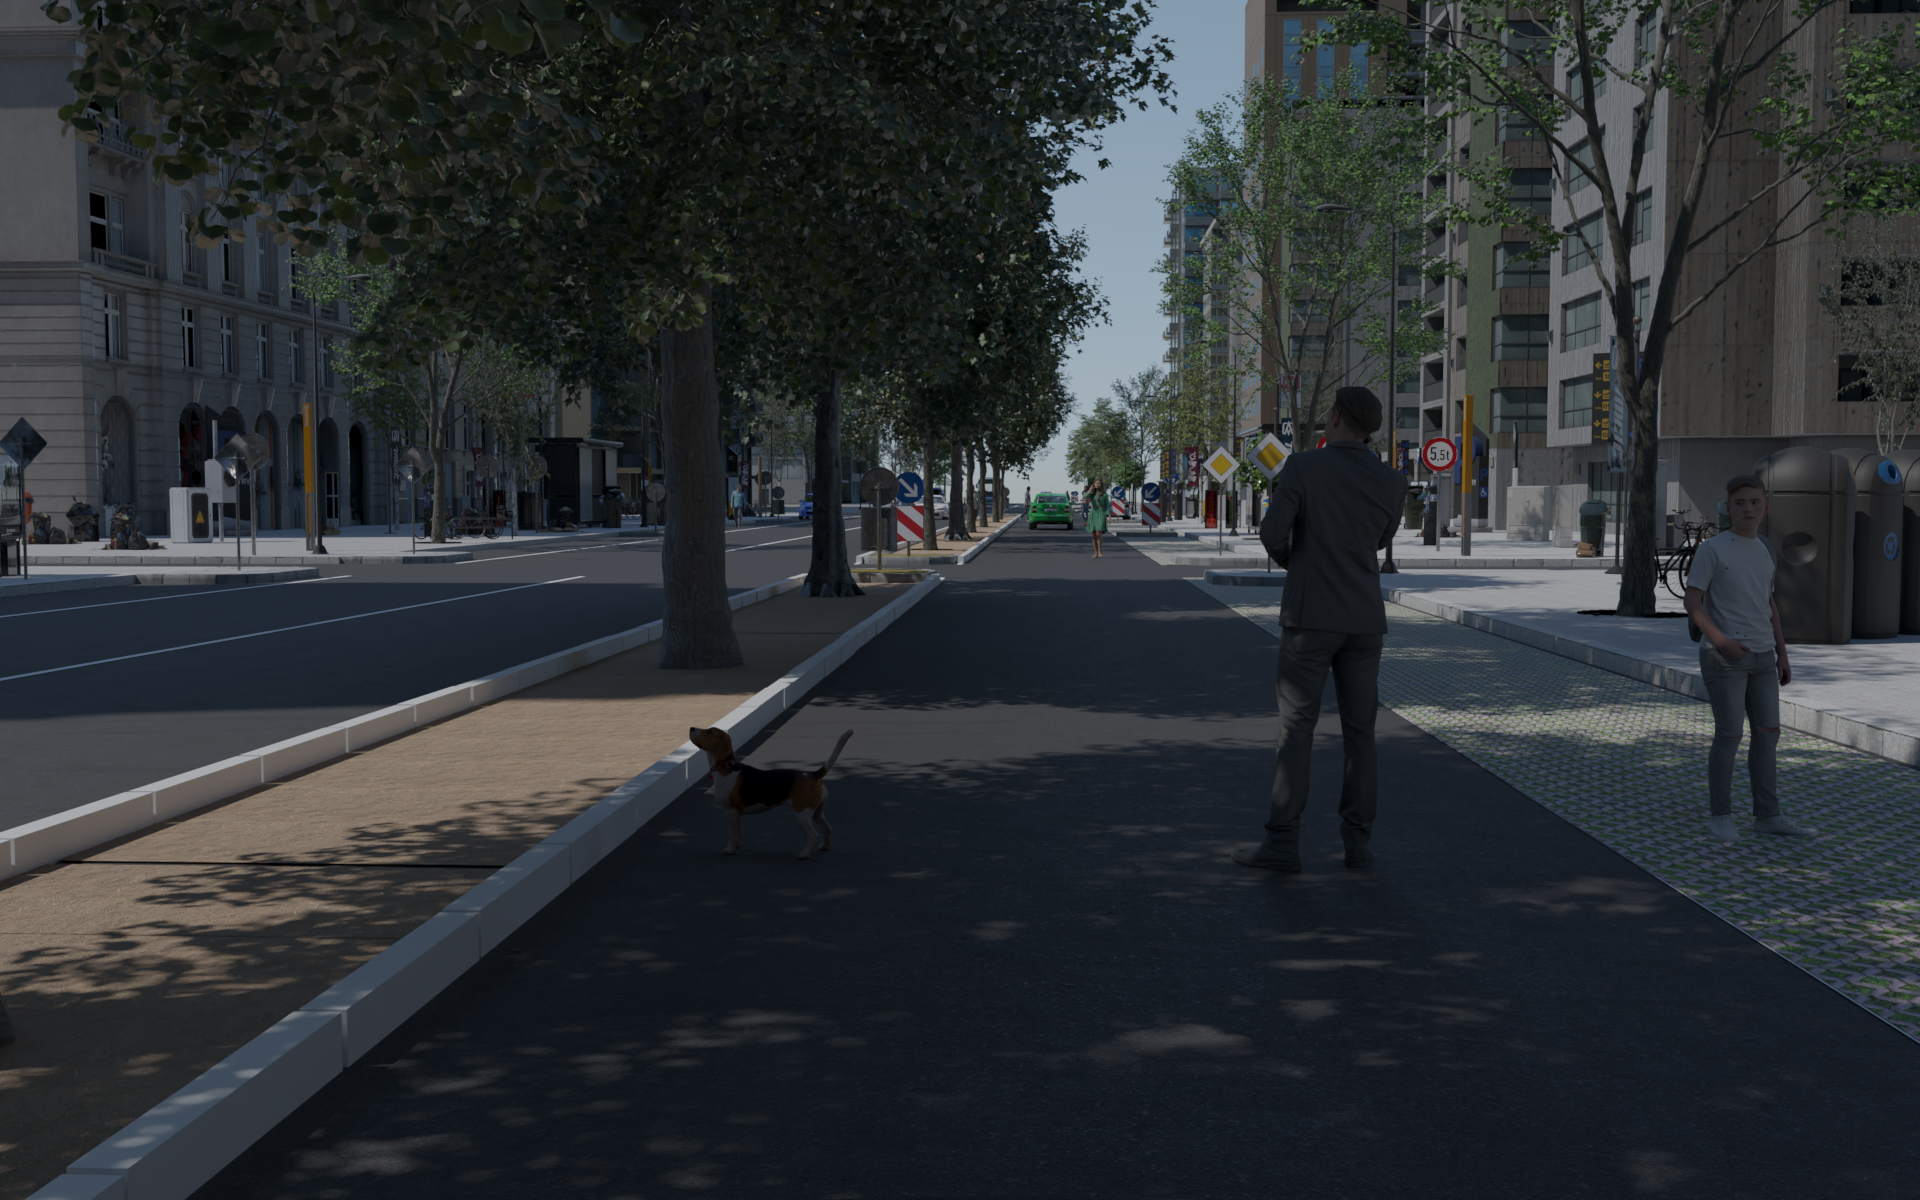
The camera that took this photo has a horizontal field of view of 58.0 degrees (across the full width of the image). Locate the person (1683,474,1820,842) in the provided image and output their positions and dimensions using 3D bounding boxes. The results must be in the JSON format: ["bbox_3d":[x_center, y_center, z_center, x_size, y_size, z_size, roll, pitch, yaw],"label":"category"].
[{"bbox_3d":[3.262,0.239,7.181,0.523,1.515,0.503,3,5,39],"label":"person"}]

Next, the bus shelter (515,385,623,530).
[{"bbox_3d":[-14.820,-5.358,65.238,2.179,5.291,8.768,0,4,3],"label":"bus shelter"}]

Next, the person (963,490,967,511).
[{"bbox_3d":[0.569,-8.433,146.406,0.705,1.821,1.348,1,4,17],"label":"person"}]

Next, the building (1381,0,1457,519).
[{"bbox_3d":[34.686,-39.869,90.118,20.563,71.187,20.611,0,4,3],"label":"building"}]

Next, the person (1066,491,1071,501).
[{"bbox_3d":[10.363,-9.604,166.083,0.434,1.755,0.990,3,4,37],"label":"person"}]

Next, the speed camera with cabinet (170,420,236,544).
[{"bbox_3d":[-19.967,-3.147,45.790,0.660,3.252,2.038,1,4,15],"label":"speed camera with cabinet"}]

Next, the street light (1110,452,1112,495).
[{"bbox_3d":[11.645,-9.490,127.697,1.470,5.913,1.316,0,4,3],"label":"street light"}]

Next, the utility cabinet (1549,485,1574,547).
[{"bbox_3d":[14.530,-2.025,41.786,0.318,1.500,1.173,1,4,11],"label":"utility cabinet"}]

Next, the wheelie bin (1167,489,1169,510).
[{"bbox_3d":[12.750,-6.101,107.666,0.693,1.594,0.980,-2,4,-35],"label":"wheelie bin"}]

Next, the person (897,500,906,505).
[{"bbox_3d":[-2.966,-4.859,88.212,0.793,1.790,0.793,1,4,23],"label":"person"}]

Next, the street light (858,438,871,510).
[{"bbox_3d":[-7.690,-10.419,142.893,1.470,5.913,1.316,0,4,3],"label":"street light"}]

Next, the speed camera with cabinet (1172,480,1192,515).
[{"bbox_3d":[13.603,-6.773,105.069,0.660,3.252,2.038,-3,4,-38],"label":"speed camera with cabinet"}]

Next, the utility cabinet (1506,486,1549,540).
[{"bbox_3d":[15.614,-2.382,47.620,0.318,1.500,1.173,-3,4,-37],"label":"utility cabinet"}]

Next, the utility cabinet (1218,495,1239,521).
[{"bbox_3d":[13.010,-4.454,83.983,1.020,1.237,0.306,1,4,22],"label":"utility cabinet"}]

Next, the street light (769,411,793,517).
[{"bbox_3d":[-9.949,-7.577,96.421,1.470,5.913,1.316,0,4,3],"label":"street light"}]

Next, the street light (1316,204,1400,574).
[{"bbox_3d":[6.404,-3.386,27.906,1.470,5.913,1.316,0,4,3],"label":"street light"}]

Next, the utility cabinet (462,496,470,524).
[{"bbox_3d":[-20.992,-3.816,73.549,0.306,1.237,1.020,-1,4,-14],"label":"utility cabinet"}]

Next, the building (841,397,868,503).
[{"bbox_3d":[-24.844,-38.012,245.201,21.300,48.544,21.600,0,4,3],"label":"building"}]

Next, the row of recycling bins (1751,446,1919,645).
[{"bbox_3d":[8.398,-0.532,15.814,3.534,1.692,1.069,-2,4,-33],"label":"row of recycling bins"}]

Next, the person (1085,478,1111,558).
[{"bbox_3d":[3.103,-1.838,38.799,0.600,1.795,0.529,1,4,9],"label":"person"}]

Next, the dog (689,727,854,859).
[{"bbox_3d":[-0.754,0.758,6.890,0.540,0.507,0.406,-2,4,-33],"label":"dog"}]

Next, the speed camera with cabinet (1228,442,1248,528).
[{"bbox_3d":[10.942,-4.388,66.077,0.660,3.252,2.038,3,4,38],"label":"speed camera with cabinet"}]

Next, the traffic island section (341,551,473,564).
[{"bbox_3d":[-11.673,-0.898,36.961,2.009,0.180,2.903,0,4,3],"label":"traffic island section"}]

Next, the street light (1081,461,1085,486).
[{"bbox_3d":[17.481,-16.417,240.960,1.470,5.913,1.316,0,4,3],"label":"street light"}]

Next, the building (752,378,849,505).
[{"bbox_3d":[-29.151,-38.619,220.662,28.713,52.752,27.495,0,4,3],"label":"building"}]

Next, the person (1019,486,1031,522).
[{"bbox_3d":[3.428,-5.003,90.150,0.795,1.843,0.661,0,4,7],"label":"person"}]

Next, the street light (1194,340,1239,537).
[{"bbox_3d":[7.731,-4.873,52.219,1.470,5.913,1.316,0,4,3],"label":"street light"}]

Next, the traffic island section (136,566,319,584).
[{"bbox_3d":[-12.084,-0.410,28.987,2.009,0.180,2.903,0,4,3],"label":"traffic island section"}]

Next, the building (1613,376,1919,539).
[{"bbox_3d":[26.532,-17.095,51.205,14.107,30.474,14.160,0,4,3],"label":"building"}]

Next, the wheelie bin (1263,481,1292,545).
[{"bbox_3d":[7.596,-1.995,40.527,0.980,1.594,0.693,0,4,-1],"label":"wheelie bin"}]

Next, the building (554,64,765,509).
[{"bbox_3d":[-29.827,-30.659,155.905,22.147,44.769,28.867,0,4,3],"label":"building"}]

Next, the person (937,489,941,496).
[{"bbox_3d":[-1.711,-8.113,141.225,0.705,1.814,1.350,0,4,-7],"label":"person"}]

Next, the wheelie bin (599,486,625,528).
[{"bbox_3d":[-13.040,-3.497,65.092,0.980,1.594,0.693,-2,4,-32],"label":"wheelie bin"}]

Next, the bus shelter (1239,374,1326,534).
[{"bbox_3d":[10.224,-4.768,55.594,2.179,5.291,8.768,0,4,3],"label":"bus shelter"}]

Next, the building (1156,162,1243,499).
[{"bbox_3d":[41.224,-38.764,253.395,23.786,49.044,30.456,0,4,3],"label":"building"}]

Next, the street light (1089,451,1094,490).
[{"bbox_3d":[14.617,-13.098,186.691,1.470,5.913,1.316,0,4,3],"label":"street light"}]

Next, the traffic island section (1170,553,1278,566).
[{"bbox_3d":[5.445,-0.844,36.078,2.009,0.180,2.903,0,4,3],"label":"traffic island section"}]

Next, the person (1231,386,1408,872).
[{"bbox_3d":[1.389,0.096,6.730,0.655,1.846,0.447,-1,4,-14],"label":"person"}]

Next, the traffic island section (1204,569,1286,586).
[{"bbox_3d":[5.035,-0.356,28.104,2.009,0.180,2.903,0,4,3],"label":"traffic island section"}]

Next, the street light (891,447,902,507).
[{"bbox_3d":[-6.214,-12.218,172.304,1.470,5.913,1.316,0,4,3],"label":"street light"}]

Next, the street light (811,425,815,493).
[{"bbox_3d":[-9.190,-8.615,113.388,1.470,5.913,1.316,0,4,3],"label":"street light"}]

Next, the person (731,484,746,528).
[{"bbox_3d":[-9.319,-3.953,72.993,0.638,1.841,0.748,0,4,2],"label":"person"}]

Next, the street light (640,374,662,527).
[{"bbox_3d":[-11.651,-5.753,66.606,1.470,5.913,1.316,0,4,3],"label":"street light"}]

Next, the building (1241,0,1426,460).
[{"bbox_3d":[31.167,-30.178,143.521,14.600,45.320,14.200,0,4,3],"label":"building"}]

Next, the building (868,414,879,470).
[{"bbox_3d":[-19.944,-30.101,263.850,14.160,30.474,14.107,0,4,3],"label":"building"}]

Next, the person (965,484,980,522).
[{"bbox_3d":[0.513,-3.892,71.980,0.661,1.843,0.795,-1,4,-8],"label":"person"}]

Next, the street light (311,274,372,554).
[{"bbox_3d":[-13.136,-3.930,36.793,1.470,5.913,1.316,0,4,3],"label":"street light"}]

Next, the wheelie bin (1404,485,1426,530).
[{"bbox_3d":[16.419,-3.339,62.498,0.980,1.594,0.693,0,4,4],"label":"wheelie bin"}]

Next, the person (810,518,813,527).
[{"bbox_3d":[-6.027,-4.004,74.357,0.834,1.777,0.661,0,4,8],"label":"person"}]

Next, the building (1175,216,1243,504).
[{"bbox_3d":[44.618,-32.685,226.281,32.217,40.220,23.993,0,4,3],"label":"building"}]

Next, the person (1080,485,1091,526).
[{"bbox_3d":[5.638,-4.246,77.935,0.555,1.821,0.388,3,5,42],"label":"person"}]

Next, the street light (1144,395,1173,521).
[{"bbox_3d":[9.317,-6.649,81.256,1.470,5.913,1.316,0,4,3],"label":"street light"}]

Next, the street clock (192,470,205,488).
[{"bbox_3d":[-22.574,-2.868,51.470,0.471,2.002,0.358,2,4,33],"label":"street clock"}]

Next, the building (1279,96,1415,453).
[{"bbox_3d":[30.909,-21.905,129.841,14.160,30.474,14.107,0,4,3],"label":"building"}]

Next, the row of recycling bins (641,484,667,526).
[{"bbox_3d":[-12.556,-3.964,71.925,1.069,1.692,3.534,-1,4,-18],"label":"row of recycling bins"}]

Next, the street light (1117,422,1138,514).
[{"bbox_3d":[10.713,-8.465,110.940,1.470,5.913,1.316,0,4,3],"label":"street light"}]
